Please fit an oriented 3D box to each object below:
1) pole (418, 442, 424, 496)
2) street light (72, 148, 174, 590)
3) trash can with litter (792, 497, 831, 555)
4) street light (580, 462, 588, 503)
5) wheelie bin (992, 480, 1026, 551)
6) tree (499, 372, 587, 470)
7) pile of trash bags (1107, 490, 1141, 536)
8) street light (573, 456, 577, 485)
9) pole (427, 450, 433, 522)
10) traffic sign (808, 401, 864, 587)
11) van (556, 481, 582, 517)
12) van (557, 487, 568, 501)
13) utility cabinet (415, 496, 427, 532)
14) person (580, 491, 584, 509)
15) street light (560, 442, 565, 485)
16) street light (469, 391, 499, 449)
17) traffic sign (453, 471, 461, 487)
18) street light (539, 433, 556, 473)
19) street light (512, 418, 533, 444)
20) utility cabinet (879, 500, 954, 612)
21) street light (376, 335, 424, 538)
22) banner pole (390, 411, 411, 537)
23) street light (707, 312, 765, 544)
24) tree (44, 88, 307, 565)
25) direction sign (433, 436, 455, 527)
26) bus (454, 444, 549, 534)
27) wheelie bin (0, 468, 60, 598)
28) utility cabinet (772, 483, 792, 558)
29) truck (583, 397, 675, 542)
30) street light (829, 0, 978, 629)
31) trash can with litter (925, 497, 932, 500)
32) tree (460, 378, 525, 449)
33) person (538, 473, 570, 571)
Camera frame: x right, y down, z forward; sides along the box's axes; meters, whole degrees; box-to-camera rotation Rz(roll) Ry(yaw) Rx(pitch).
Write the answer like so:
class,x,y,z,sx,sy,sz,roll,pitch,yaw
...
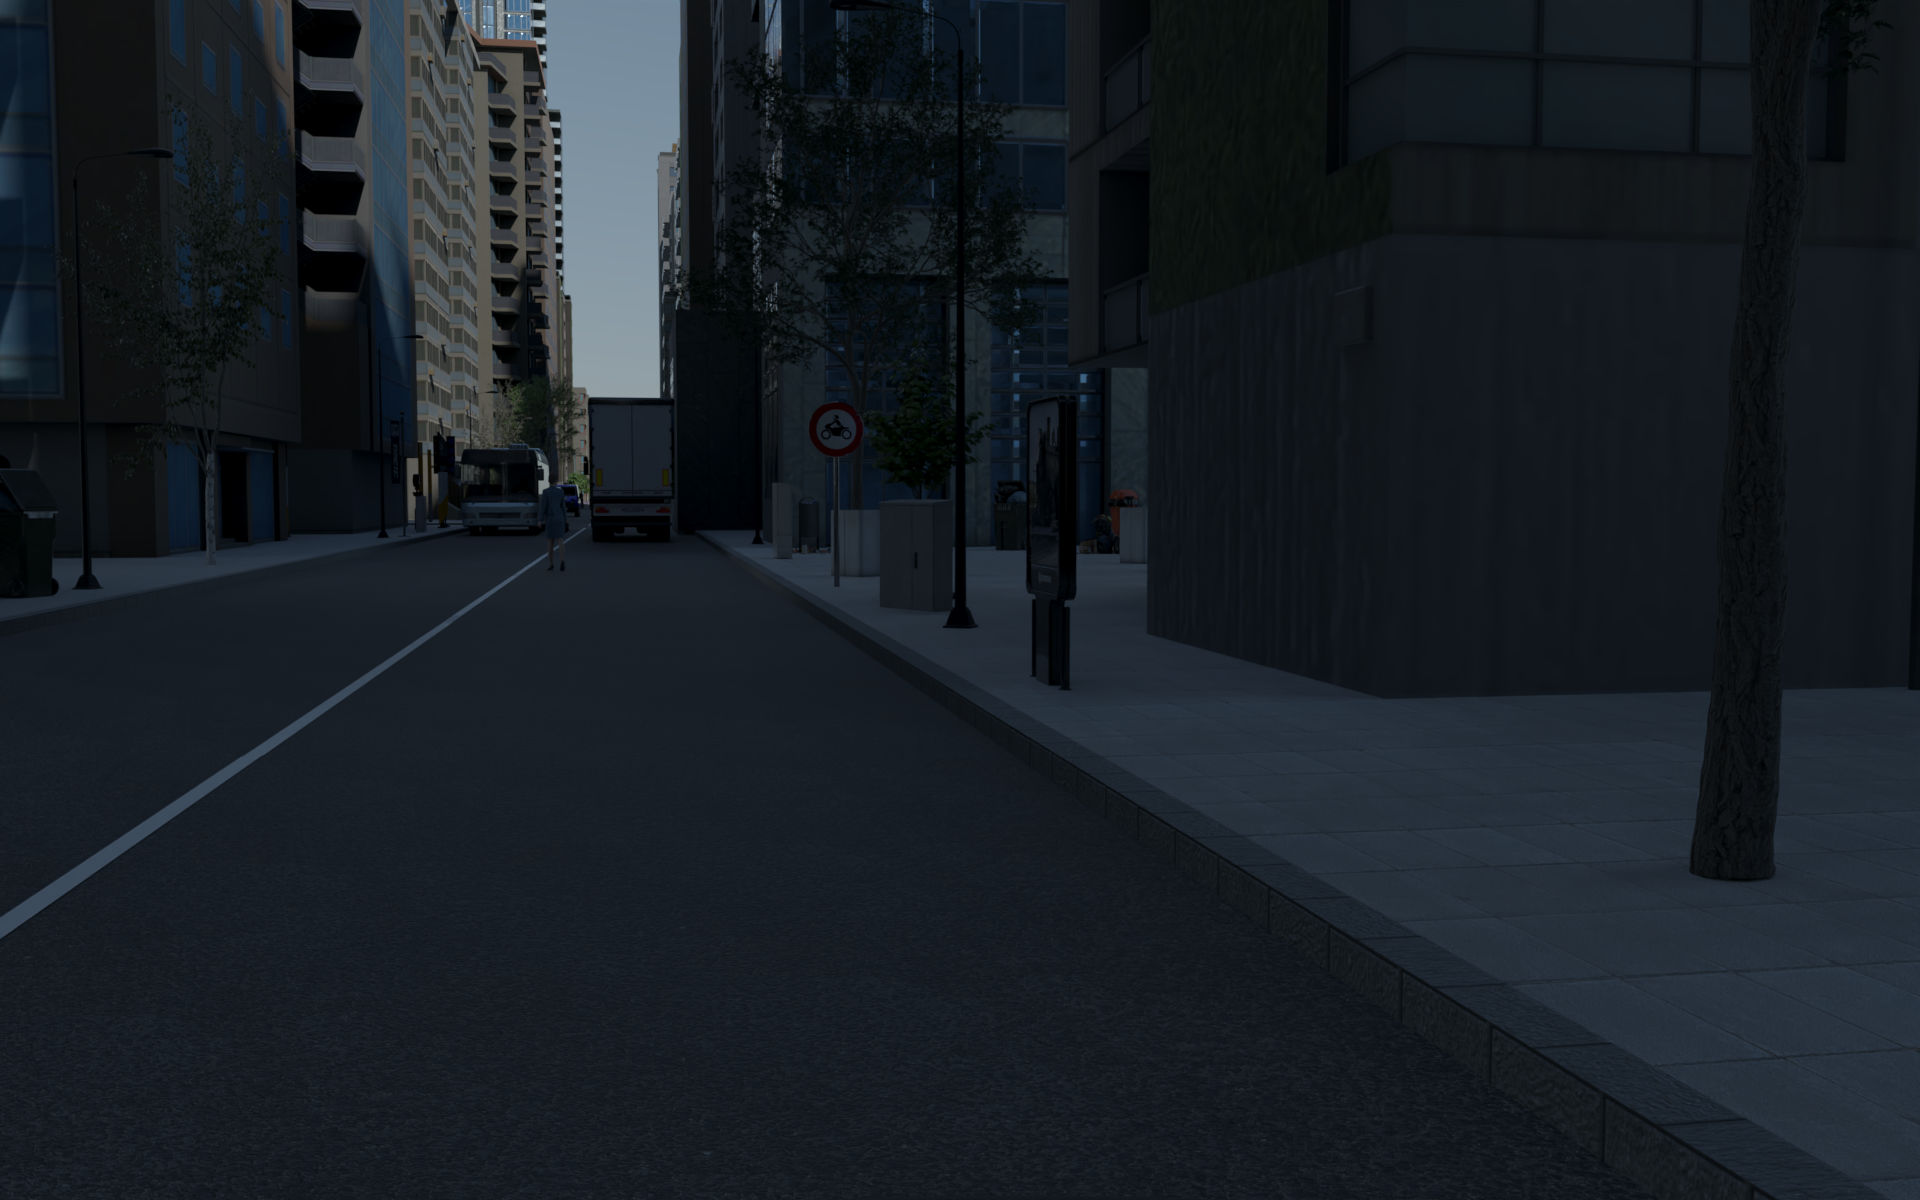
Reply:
class,x,y,z,sx,sy,sz,roll,pitch,yaw
pole,-21.154,-4.533,67.955,0.158,3.312,0.155,0,3,0
street light,-11.252,-3.105,23.315,1.470,5.913,1.316,-1,4,-11
trash can with litter,-2.927,-1.637,37.820,2.233,1.210,1.678,-3,5,-44
street light,-45.938,-14.429,208.453,1.470,5.913,1.316,-1,4,-11
wheelie bin,1.165,-1.929,39.454,0.980,1.594,0.693,2,4,28
tree,-35.618,-13.549,147.273,9.928,11.665,9.643,0,3,0
pile of trash bags,4.495,-1.525,34.693,3.447,1.369,1.912,-2,4,-27
street light,-40.967,-12.767,181.283,1.470,5.913,1.316,-1,4,-11
pole,-24.267,-5.226,79.290,0.158,3.312,0.155,0,3,0
traffic sign,-1.703,-1.455,23.903,0.768,2.556,0.104,0,4,-3
van,-24.993,-6.420,109.345,2.240,2.365,5.245,-1,4,-11
van,-22.520,-5.375,94.900,2.013,2.044,4.112,-1,4,-12
utility cabinet,-18.165,-2.887,58.364,0.306,1.237,1.020,-1,4,-13
person,-37.209,-9.833,169.792,0.750,1.759,0.617,2,4,25
street light,-35.748,-11.080,153.695,1.470,5.913,1.316,-1,4,-11
street light,-21.437,-6.444,77.903,1.470,5.913,1.316,-1,4,-11
traffic sign,-20.154,-4.071,70.202,0.795,2.450,0.064,-1,4,-11
street light,-31.587,-9.778,132.419,1.470,5.913,1.316,-1,4,-11
street light,-26.571,-8.105,105.059,1.470,5.913,1.316,-1,4,-11
utility cabinet,-0.500,-0.499,19.327,0.306,1.237,1.020,-3,4,-38
street light,-16.306,-4.766,50.470,1.470,5.913,1.316,-1,4,-11
banner pole,-16.826,-3.787,51.936,0.401,3.779,0.863,1,4,15
street light,-5.707,-4.372,44.023,1.470,5.913,1.316,-1,4,-11
tree,-13.776,-4.948,31.269,4.360,8.622,3.978,0,3,0
direction sign,-20.010,-4.604,67.267,0.876,3.537,0.379,-3,4,-39
bus,-16.786,-4.252,64.387,2.948,3.499,13.247,-1,4,-12
wheelie bin,-11.717,-0.833,21.522,0.693,1.594,0.980,1,4,12
utility cabinet,-3.552,-1.590,34.681,0.318,1.500,1.173,-1,4,-10
truck,-10.669,-4.083,55.671,2.839,4.237,11.283,-1,4,-12
street light,-0.529,-2.683,16.406,1.470,5.913,1.316,-1,4,-11
trash can with litter,-0.720,-1.727,39.293,1.678,1.210,2.233,-1,4,-13
tree,-29.210,-9.731,109.464,4.360,8.622,3.978,0,3,0
person,-7.577,-1.456,32.327,0.581,1.822,0.654,-1,4,-21
